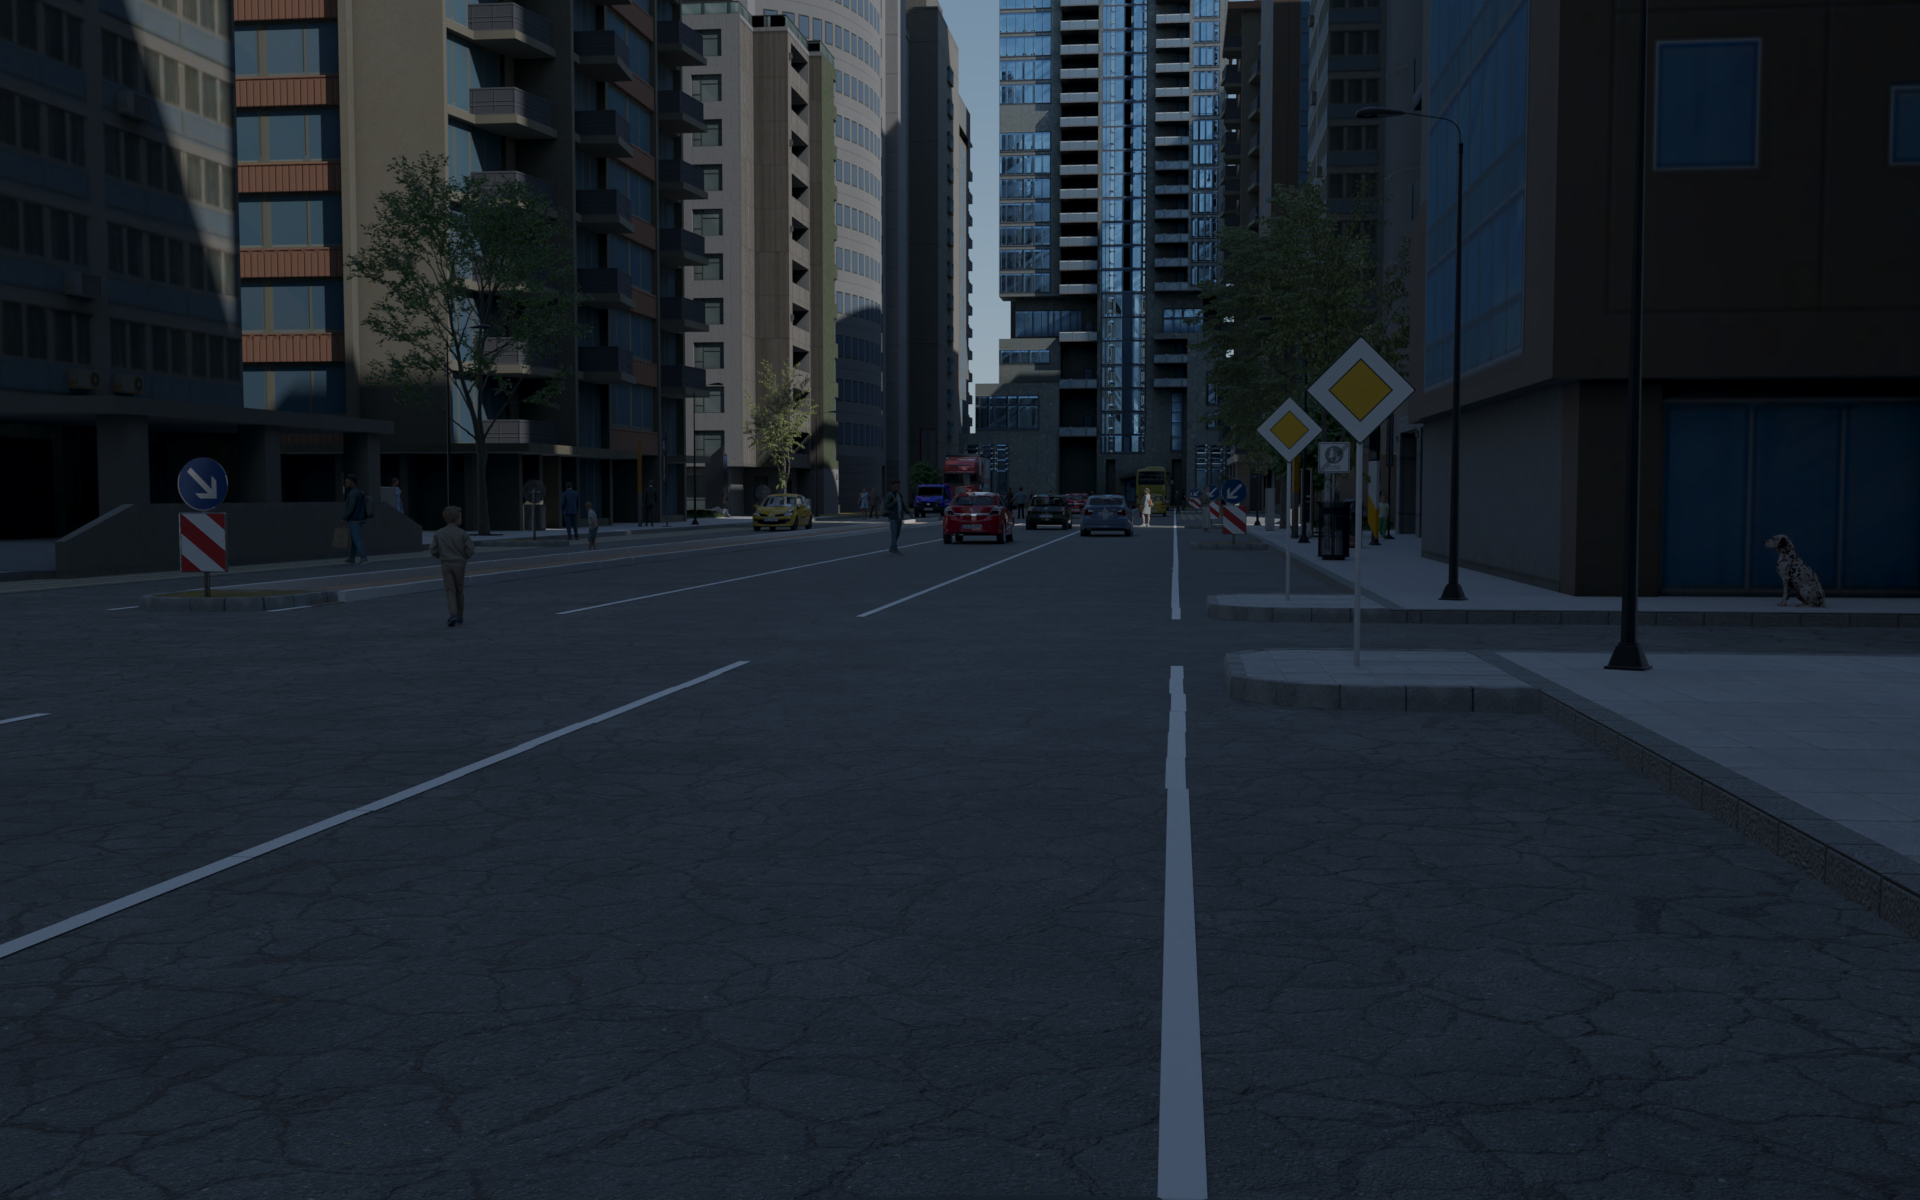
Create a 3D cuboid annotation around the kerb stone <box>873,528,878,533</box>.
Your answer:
[{"bbox_3d":[-3.205,-2.498,63.033,0.120,0.150,1.000,0,4,7],"label":"kerb stone"}]

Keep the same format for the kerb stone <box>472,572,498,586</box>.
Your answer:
[{"bbox_3d":[-7.614,-0.318,27.455,0.120,0.150,1.000,0,4,7],"label":"kerb stone"}]

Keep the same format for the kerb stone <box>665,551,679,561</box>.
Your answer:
[{"bbox_3d":[-6.358,-0.944,37.632,0.120,0.150,1.000,0,4,7],"label":"kerb stone"}]

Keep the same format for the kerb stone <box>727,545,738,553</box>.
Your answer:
[{"bbox_3d":[-5.725,-1.255,42.711,0.120,0.150,1.000,0,4,7],"label":"kerb stone"}]

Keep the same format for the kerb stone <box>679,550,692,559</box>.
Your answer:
[{"bbox_3d":[-6.234,-1.007,38.653,0.120,0.150,1.000,0,4,7],"label":"kerb stone"}]

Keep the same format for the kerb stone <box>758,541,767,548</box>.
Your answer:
[{"bbox_3d":[-5.353,-1.440,45.756,0.120,0.150,1.000,0,4,7],"label":"kerb stone"}]

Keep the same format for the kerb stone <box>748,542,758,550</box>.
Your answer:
[{"bbox_3d":[-5.473,-1.379,44.740,0.120,0.150,1.000,0,4,7],"label":"kerb stone"}]

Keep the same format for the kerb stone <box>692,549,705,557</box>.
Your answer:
[{"bbox_3d":[-6.104,-1.069,39.668,0.120,0.150,1.000,0,4,7],"label":"kerb stone"}]

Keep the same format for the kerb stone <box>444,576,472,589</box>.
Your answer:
[{"bbox_3d":[-7.750,-0.260,26.441,0.120,0.150,1.000,0,4,7],"label":"kerb stone"}]

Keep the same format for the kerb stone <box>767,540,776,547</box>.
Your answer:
[{"bbox_3d":[-5.222,-1.503,46.769,0.120,0.150,1.000,0,4,7],"label":"kerb stone"}]

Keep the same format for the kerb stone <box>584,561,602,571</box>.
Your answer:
[{"bbox_3d":[-6.995,-0.633,32.538,0.120,0.150,1.000,0,4,7],"label":"kerb stone"}]

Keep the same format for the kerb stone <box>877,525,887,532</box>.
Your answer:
[{"bbox_3d":[-2.960,-2.622,65.063,0.120,0.150,1.000,0,4,7],"label":"kerb stone"}]

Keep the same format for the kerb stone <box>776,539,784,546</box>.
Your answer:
[{"bbox_3d":[-5.102,-1.565,47.785,0.120,0.150,1.000,0,4,7],"label":"kerb stone"}]

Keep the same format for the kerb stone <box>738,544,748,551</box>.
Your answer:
[{"bbox_3d":[-5.610,-1.317,43.727,0.120,0.150,1.000,0,4,7],"label":"kerb stone"}]

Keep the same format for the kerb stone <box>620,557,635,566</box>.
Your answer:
[{"bbox_3d":[-6.746,-0.757,34.580,0.120,0.150,1.000,0,4,7],"label":"kerb stone"}]

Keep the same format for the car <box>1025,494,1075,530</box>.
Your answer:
[{"bbox_3d":[3.650,-3.720,70.613,2.009,1.686,4.222,0,4,7],"label":"car"}]

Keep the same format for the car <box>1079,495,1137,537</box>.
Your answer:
[{"bbox_3d":[5.080,-2.922,59.769,2.014,1.417,4.499,0,4,7],"label":"car"}]

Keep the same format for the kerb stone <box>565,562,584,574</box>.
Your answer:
[{"bbox_3d":[-7.114,-0.570,31.523,0.120,0.150,1.000,0,4,7],"label":"kerb stone"}]

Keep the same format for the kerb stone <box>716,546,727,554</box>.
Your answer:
[{"bbox_3d":[-5.855,-1.193,41.697,0.120,0.150,1.000,0,4,7],"label":"kerb stone"}]

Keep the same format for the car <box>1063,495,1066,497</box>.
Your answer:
[{"bbox_3d":[9.216,-8.632,153.493,2.083,1.381,4.827,0,4,7],"label":"car"}]

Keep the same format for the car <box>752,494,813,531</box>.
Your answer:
[{"bbox_3d":[-6.983,-3.543,68.158,2.015,1.641,3.980,0,4,7],"label":"car"}]

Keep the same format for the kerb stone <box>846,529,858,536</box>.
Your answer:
[{"bbox_3d":[-3.705,-2.249,58.959,0.120,0.150,1.000,0,4,7],"label":"kerb stone"}]

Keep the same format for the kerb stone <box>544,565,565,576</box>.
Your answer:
[{"bbox_3d":[-7.237,-0.505,30.508,0.120,0.150,1.000,0,4,7],"label":"kerb stone"}]

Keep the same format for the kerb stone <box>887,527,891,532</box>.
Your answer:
[{"bbox_3d":[-2.825,-2.683,66.077,0.120,0.150,1.000,0,4,7],"label":"kerb stone"}]

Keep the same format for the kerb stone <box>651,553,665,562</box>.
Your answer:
[{"bbox_3d":[-6.486,-0.882,36.618,0.120,0.150,1.000,0,4,7],"label":"kerb stone"}]

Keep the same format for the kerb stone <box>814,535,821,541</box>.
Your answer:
[{"bbox_3d":[-4.468,-1.870,52.864,0.120,0.150,1.000,0,4,7],"label":"kerb stone"}]

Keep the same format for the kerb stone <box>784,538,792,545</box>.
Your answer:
[{"bbox_3d":[-4.972,-1.627,48.799,0.120,0.150,1.000,0,4,7],"label":"kerb stone"}]

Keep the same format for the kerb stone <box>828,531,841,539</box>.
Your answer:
[{"bbox_3d":[-4.090,-2.062,55.913,0.120,0.150,1.000,0,4,7],"label":"kerb stone"}]

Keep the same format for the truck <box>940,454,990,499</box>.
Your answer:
[{"bbox_3d":[0.470,-8.202,123.010,2.839,4.237,11.283,0,4,6],"label":"truck"}]

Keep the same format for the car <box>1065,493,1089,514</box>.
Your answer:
[{"bbox_3d":[7.053,-5.803,103.924,2.155,1.783,4.494,0,4,8],"label":"car"}]

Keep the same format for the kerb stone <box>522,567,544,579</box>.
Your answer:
[{"bbox_3d":[-7.364,-0.446,29.493,0.120,0.150,1.000,0,4,7],"label":"kerb stone"}]

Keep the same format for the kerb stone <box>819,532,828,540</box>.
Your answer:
[{"bbox_3d":[-4.338,-1.938,53.880,0.120,0.150,1.000,0,4,7],"label":"kerb stone"}]

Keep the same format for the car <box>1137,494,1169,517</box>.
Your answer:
[{"bbox_3d":[12.306,-6.127,110.397,2.015,1.641,3.980,0,4,6],"label":"car"}]

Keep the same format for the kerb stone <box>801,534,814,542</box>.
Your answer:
[{"bbox_3d":[-4.595,-1.814,51.846,0.120,0.150,1.000,0,4,7],"label":"kerb stone"}]

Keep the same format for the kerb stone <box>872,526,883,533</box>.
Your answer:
[{"bbox_3d":[-3.085,-2.560,64.049,0.120,0.150,1.000,0,4,7],"label":"kerb stone"}]

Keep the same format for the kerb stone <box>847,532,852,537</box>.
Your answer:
[{"bbox_3d":[-3.838,-2.186,57.945,0.120,0.150,1.000,0,4,7],"label":"kerb stone"}]

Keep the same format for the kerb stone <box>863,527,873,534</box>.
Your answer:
[{"bbox_3d":[-3.337,-2.436,62.020,0.120,0.150,1.000,0,4,7],"label":"kerb stone"}]

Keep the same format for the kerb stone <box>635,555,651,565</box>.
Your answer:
[{"bbox_3d":[-6.608,-0.820,35.602,0.120,0.150,1.000,0,4,7],"label":"kerb stone"}]

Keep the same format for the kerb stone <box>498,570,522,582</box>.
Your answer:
[{"bbox_3d":[-7.495,-0.384,28.470,0.120,0.150,1.000,0,4,7],"label":"kerb stone"}]

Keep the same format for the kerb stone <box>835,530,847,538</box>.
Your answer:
[{"bbox_3d":[-3.965,-2.124,56.928,0.120,0.150,1.000,0,4,7],"label":"kerb stone"}]

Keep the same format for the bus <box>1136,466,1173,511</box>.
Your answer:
[{"bbox_3d":[17.085,-9.829,152.249,2.896,3.916,12.252,1,4,9],"label":"bus"}]

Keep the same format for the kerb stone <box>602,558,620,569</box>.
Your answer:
[{"bbox_3d":[-6.861,-0.688,33.560,0.120,0.150,1.000,0,4,7],"label":"kerb stone"}]

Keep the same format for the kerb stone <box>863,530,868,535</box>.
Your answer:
[{"bbox_3d":[-3.460,-2.373,61.001,0.120,0.150,1.000,0,4,7],"label":"kerb stone"}]

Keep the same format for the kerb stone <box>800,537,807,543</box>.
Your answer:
[{"bbox_3d":[-4.718,-1.750,50.832,0.120,0.150,1.000,0,4,7],"label":"kerb stone"}]

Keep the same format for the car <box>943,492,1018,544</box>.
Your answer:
[{"bbox_3d":[0.585,-2.581,51.232,2.155,1.783,4.494,0,4,7],"label":"car"}]

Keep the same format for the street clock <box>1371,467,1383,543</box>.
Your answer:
[{"bbox_3d":[10.961,-2.515,45.694,0.358,2.002,0.471,1,4,11],"label":"street clock"}]

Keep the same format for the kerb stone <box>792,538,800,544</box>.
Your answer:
[{"bbox_3d":[-4.851,-1.689,49.818,0.120,0.150,1.000,0,4,7],"label":"kerb stone"}]

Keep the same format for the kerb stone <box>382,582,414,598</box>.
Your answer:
[{"bbox_3d":[-8.000,-0.131,24.404,0.120,0.150,1.000,0,4,7],"label":"kerb stone"}]

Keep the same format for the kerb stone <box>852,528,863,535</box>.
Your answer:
[{"bbox_3d":[-3.588,-2.309,59.980,0.120,0.150,1.000,0,4,7],"label":"kerb stone"}]

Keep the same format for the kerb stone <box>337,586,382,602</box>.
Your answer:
[{"bbox_3d":[-8.121,-0.073,23.388,0.120,0.150,1.000,0,4,7],"label":"kerb stone"}]

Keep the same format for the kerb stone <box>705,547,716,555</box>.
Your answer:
[{"bbox_3d":[-5.984,-1.127,40.683,0.120,0.150,1.000,0,4,7],"label":"kerb stone"}]

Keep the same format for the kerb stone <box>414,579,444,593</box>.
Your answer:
[{"bbox_3d":[-7.875,-0.197,25.418,0.120,0.150,1.000,0,4,7],"label":"kerb stone"}]

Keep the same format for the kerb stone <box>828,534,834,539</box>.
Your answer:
[{"bbox_3d":[-4.223,-2.000,54.899,0.120,0.150,1.000,0,4,7],"label":"kerb stone"}]
